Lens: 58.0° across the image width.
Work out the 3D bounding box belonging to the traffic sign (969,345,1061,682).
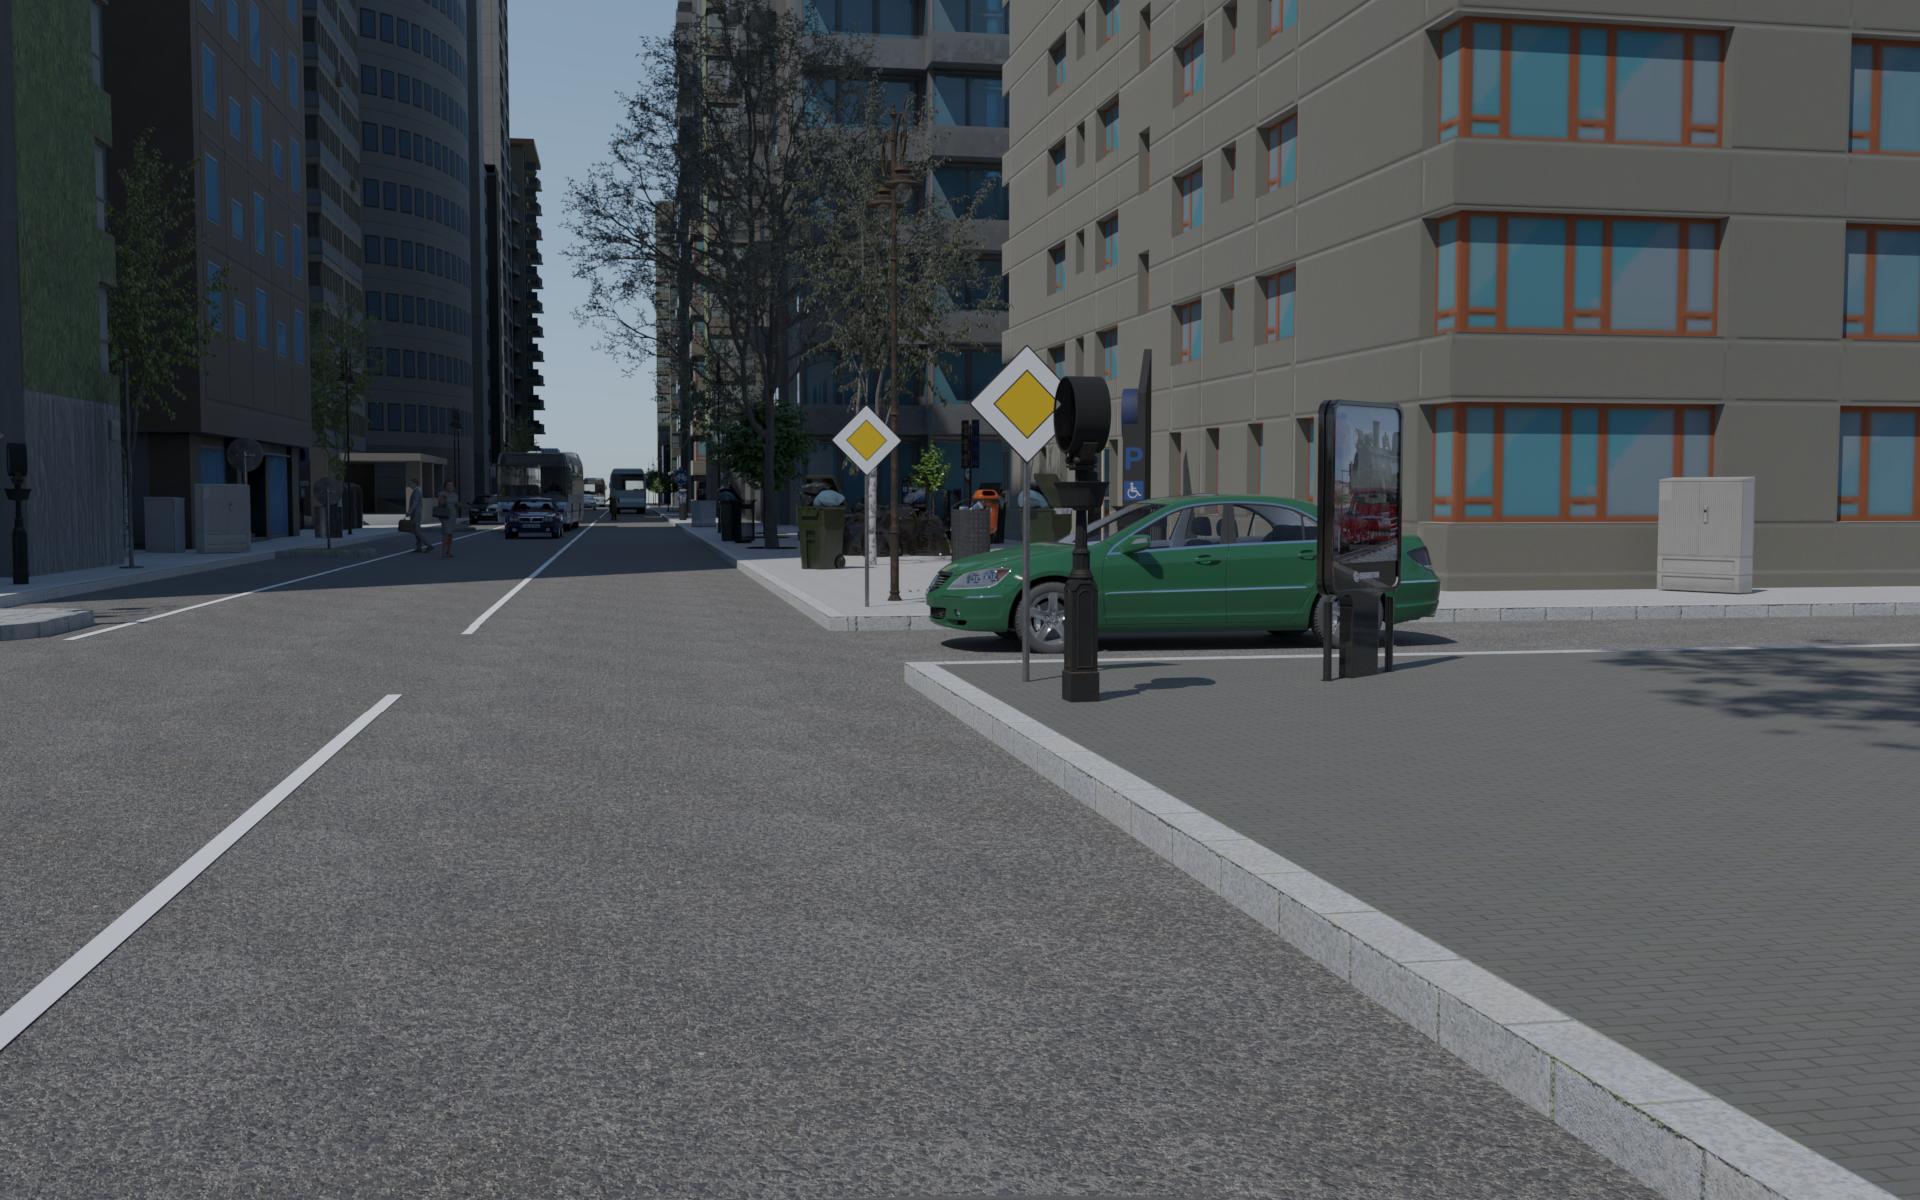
[{"bbox_3d":[0.448,-0.497,11.771,0.795,2.450,0.064,-1,4,-11],"label":"traffic sign"}]

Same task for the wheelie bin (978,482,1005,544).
[{"bbox_3d":[0.786,-2.264,44.927,0.980,1.594,0.693,2,4,30],"label":"wheelie bin"}]

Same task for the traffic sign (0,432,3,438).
[{"bbox_3d":[-10.288,-0.870,17.868,0.795,2.450,0.064,-1,4,-11],"label":"traffic sign"}]

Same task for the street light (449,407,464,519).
[{"bbox_3d":[-26.858,-7.342,92.825,0.468,5.910,1.993,-1,4,-11],"label":"street light"}]

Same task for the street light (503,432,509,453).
[{"bbox_3d":[-33.885,-9.586,129.525,0.468,5.910,1.993,-1,4,-11],"label":"street light"}]

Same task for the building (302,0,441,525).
[{"bbox_3d":[-39.728,-23.418,74.761,32.217,40.220,23.993,-1,4,-11],"label":"building"}]

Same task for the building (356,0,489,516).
[{"bbox_3d":[-40.110,-34.251,102.007,21.231,58.520,28.212,-1,4,-11],"label":"building"}]

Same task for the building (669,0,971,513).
[{"bbox_3d":[-13.857,-32.673,153.810,23.786,49.044,30.456,-1,4,-11],"label":"building"}]

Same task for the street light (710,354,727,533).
[{"bbox_3d":[-7.903,-5.136,56.768,0.468,5.910,1.993,-1,4,-11],"label":"street light"}]

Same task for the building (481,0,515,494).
[{"bbox_3d":[-55.781,-45.485,181.926,20.563,71.187,20.611,-1,4,-11],"label":"building"}]

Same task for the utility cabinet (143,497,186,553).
[{"bbox_3d":[-17.422,-1.639,37.953,1.020,1.237,0.306,2,4,30],"label":"utility cabinet"}]

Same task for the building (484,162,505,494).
[{"bbox_3d":[-45.807,-22.784,144.225,14.160,30.474,14.107,-1,4,-11],"label":"building"}]

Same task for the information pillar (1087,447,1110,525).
[{"bbox_3d":[2.141,-1.372,26.922,0.304,2.012,0.304,2,4,24],"label":"information pillar"}]

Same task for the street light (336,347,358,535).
[{"bbox_3d":[-19.298,-5.005,54.615,0.468,5.910,1.993,-1,4,-11],"label":"street light"}]

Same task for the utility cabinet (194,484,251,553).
[{"bbox_3d":[-15.984,-1.768,37.580,0.318,1.500,1.173,2,4,30],"label":"utility cabinet"}]

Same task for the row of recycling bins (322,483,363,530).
[{"bbox_3d":[-22.656,-3.446,63.451,1.069,1.692,3.534,-1,4,-8],"label":"row of recycling bins"}]

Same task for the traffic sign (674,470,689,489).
[{"bbox_3d":[-14.545,-5.522,90.386,0.768,2.556,0.104,-1,4,-10],"label":"traffic sign"}]

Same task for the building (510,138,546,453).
[{"bbox_3d":[-61.360,-33.773,206.807,22.147,44.769,28.867,-1,4,-11],"label":"building"}]

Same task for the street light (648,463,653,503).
[{"bbox_3d":[-37.819,-14.721,213.472,0.468,5.910,1.993,-1,4,-11],"label":"street light"}]

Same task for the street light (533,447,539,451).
[{"bbox_3d":[-42.458,-12.337,174.498,0.468,5.910,1.993,-1,4,-11],"label":"street light"}]

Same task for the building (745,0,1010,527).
[{"bbox_3d":[0.744,-28.177,80.300,23.786,49.044,30.456,-1,4,-11],"label":"building"}]

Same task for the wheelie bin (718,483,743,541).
[{"bbox_3d":[-6.256,-2.405,47.223,0.693,1.594,0.980,-1,4,-9],"label":"wheelie bin"}]

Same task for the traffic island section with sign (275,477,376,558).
[{"bbox_3d":[-14.530,-1.906,39.797,1.989,1.847,2.006,-1,4,-11],"label":"traffic island section with sign"}]

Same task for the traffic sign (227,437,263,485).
[{"bbox_3d":[-16.105,-2.381,39.040,0.768,2.556,0.104,-1,4,-11],"label":"traffic sign"}]

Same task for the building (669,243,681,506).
[{"bbox_3d":[-26.491,-26.242,200.752,14.160,30.474,14.107,-1,4,-11],"label":"building"}]

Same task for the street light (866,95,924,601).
[{"bbox_3d":[-0.785,-2.928,20.653,0.468,5.910,1.993,-1,4,-11],"label":"street light"}]

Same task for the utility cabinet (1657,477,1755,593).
[{"bbox_3d":[9.702,-0.850,22.572,0.318,1.500,1.173,-2,4,-34],"label":"utility cabinet"}]

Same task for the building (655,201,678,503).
[{"bbox_3d":[-35.784,-34.305,244.478,14.154,41.232,14.086,-1,4,-11],"label":"building"}]

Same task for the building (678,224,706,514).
[{"bbox_3d":[-6.014,-17.160,125.599,27.650,21.520,28.899,-1,4,-11],"label":"building"}]

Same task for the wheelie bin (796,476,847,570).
[{"bbox_3d":[-2.360,-1.326,29.587,0.980,1.594,0.693,3,4,36],"label":"wheelie bin"}]

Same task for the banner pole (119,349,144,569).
[{"bbox_3d":[-14.441,-2.452,30.107,0.401,3.779,0.863,-1,4,-22],"label":"banner pole"}]

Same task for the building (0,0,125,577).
[{"bbox_3d":[-20.936,-20.728,22.497,14.154,41.232,14.086,-1,4,-11],"label":"building"}]

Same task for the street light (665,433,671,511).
[{"bbox_3d":[-22.292,-9.747,132.146,0.468,5.910,1.993,-1,4,-11],"label":"street light"}]

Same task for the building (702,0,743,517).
[{"bbox_3d":[-8.222,-25.635,102.733,14.154,41.232,14.086,-1,4,-11],"label":"building"}]

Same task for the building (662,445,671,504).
[{"bbox_3d":[-26.973,-55.609,221.871,22.319,86.520,31.000,-1,4,-11],"label":"building"}]

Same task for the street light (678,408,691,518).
[{"bbox_3d":[-15.306,-7.519,95.718,0.468,5.910,1.993,-1,4,-11],"label":"street light"}]

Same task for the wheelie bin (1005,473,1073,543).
[{"bbox_3d":[1.288,-1.130,26.383,0.693,1.594,0.980,2,4,35],"label":"wheelie bin"}]

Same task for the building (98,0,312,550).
[{"bbox_3d":[-25.449,-24.092,44.013,14.600,45.320,14.200,-1,4,-11],"label":"building"}]

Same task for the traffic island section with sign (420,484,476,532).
[{"bbox_3d":[-19.602,-3.526,66.273,1.989,1.847,2.006,-1,4,-11],"label":"traffic island section with sign"}]

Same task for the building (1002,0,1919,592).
[{"bbox_3d":[17.998,-11.825,38.386,28.899,21.520,27.650,-1,4,-11],"label":"building"}]

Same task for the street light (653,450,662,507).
[{"bbox_3d":[-30.859,-12.510,177.327,0.468,5.910,1.993,-1,4,-11],"label":"street light"}]

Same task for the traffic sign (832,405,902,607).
[{"bbox_3d":[-1.058,-0.977,19.613,0.795,2.450,0.064,-1,4,-11],"label":"traffic sign"}]
